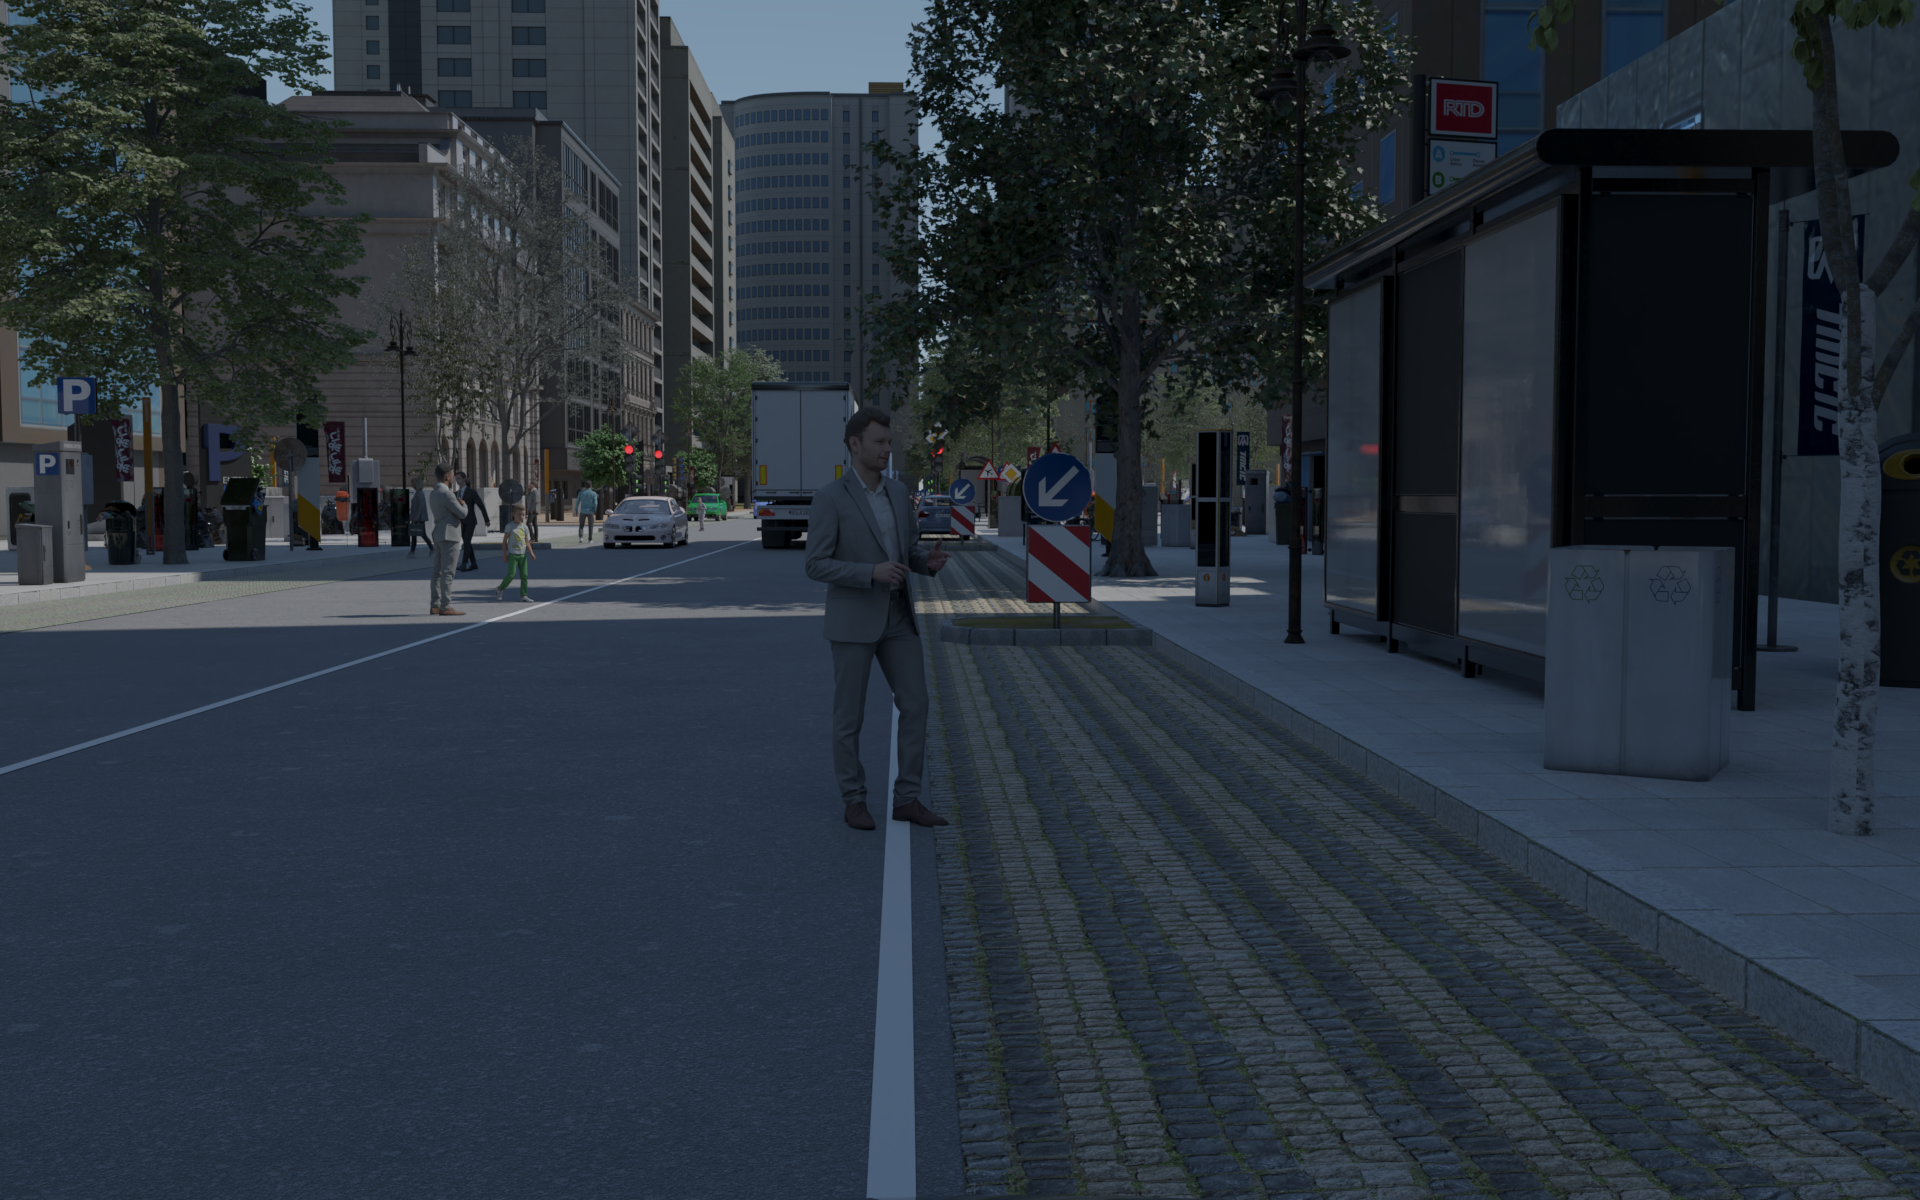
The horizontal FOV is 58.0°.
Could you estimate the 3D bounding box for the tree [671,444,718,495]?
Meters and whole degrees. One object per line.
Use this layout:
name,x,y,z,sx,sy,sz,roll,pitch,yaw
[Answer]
tree,-17.286,-7.928,113.340,4.285,4.588,4.351,0,3,0

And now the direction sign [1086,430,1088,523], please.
direction sign,4.521,-4.257,61.604,0.379,3.537,0.876,0,4,7

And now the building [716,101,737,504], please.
building,-38.209,-35.608,205.887,21.600,48.544,21.300,0,4,-2

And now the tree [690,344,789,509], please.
tree,-18.262,-14.795,148.555,9.857,13.997,8.962,0,3,0

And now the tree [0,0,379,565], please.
tree,-14.816,-6.925,31.351,7.486,12.596,7.792,0,3,0

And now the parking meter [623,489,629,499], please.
parking meter,-21.292,-6.310,111.571,0.372,1.533,0.369,0,3,0

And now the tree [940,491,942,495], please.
tree,-2.240,-14.256,183.454,4.737,8.622,4.395,0,3,0

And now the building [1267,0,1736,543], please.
building,16.196,-24.038,43.136,14.600,45.320,14.200,0,4,-2

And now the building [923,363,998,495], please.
building,9.089,-25.149,256.229,28.899,21.520,27.650,0,4,-2

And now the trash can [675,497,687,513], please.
trash can,-15.661,-5.231,97.187,0.748,1.137,0.748,0,3,0

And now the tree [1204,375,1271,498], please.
tree,16.114,-8.941,96.541,4.360,8.622,3.978,0,3,0

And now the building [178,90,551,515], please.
building,-31.040,-15.373,93.154,13.314,21.916,24.055,0,4,-2

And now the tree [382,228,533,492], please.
tree,-14.330,-6.023,48.846,4.360,8.622,3.978,0,3,0

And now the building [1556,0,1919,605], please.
building,21.558,-42.741,11.492,22.319,86.520,31.000,0,4,-2

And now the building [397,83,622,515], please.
building,-31.717,-19.783,116.955,14.314,27.812,24.014,0,4,-2

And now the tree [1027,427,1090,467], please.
tree,2.695,-3.421,50.541,1.663,3.219,1.824,0,3,0

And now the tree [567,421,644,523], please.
tree,-15.952,-5.771,78.062,4.285,4.588,4.351,0,3,0

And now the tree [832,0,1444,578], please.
tree,2.723,-6.719,26.866,9.611,12.733,9.660,0,3,0

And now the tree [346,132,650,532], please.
tree,-15.211,-9.038,58.146,12.009,13.543,11.850,0,3,0

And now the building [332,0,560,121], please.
building,-60.239,-46.911,205.238,20.611,71.187,20.563,0,4,-2

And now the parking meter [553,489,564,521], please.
parking meter,-18.945,-4.502,82.019,0.372,1.533,0.369,0,3,0

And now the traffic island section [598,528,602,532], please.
traffic island section,-12.696,-2.718,66.726,2.009,0.180,2.903,0,4,-2

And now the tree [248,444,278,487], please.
tree,-24.424,-3.974,59.575,1.663,3.219,1.824,0,3,0

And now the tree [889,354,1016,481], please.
tree,-0.434,-13.804,136.060,12.009,13.543,11.850,0,3,0

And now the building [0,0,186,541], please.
building,-33.268,-24.501,50.704,14.200,45.320,14.600,0,4,-2

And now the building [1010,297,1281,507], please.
building,19.614,-20.263,176.342,27.650,21.520,28.899,0,4,-2

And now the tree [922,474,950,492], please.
tree,-1.986,-11.390,169.942,4.285,4.588,4.351,0,3,0

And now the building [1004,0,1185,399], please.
building,15.649,-40.466,203.617,21.231,58.520,28.212,0,4,-2

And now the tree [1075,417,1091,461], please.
tree,11.328,-10.886,128.346,4.360,8.622,3.978,0,3,0

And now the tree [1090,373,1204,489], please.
tree,10.238,-8.840,94.894,4.360,8.622,3.978,0,3,0

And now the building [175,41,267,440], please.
building,-44.802,-15.737,86.986,15.834,23.373,12.332,0,4,-2

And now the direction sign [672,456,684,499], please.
direction sign,-16.751,-6.777,102.798,0.379,3.537,0.876,3,4,37

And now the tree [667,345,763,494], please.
tree,-16.682,-11.906,120.418,9.928,11.665,9.643,0,3,0

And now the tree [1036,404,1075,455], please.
tree,8.198,-11.691,141.516,4.360,8.622,3.978,0,3,0

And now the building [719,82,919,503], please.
building,-20.053,-43.343,250.650,28.212,58.520,21.231,0,4,-2

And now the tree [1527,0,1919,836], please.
tree,3.194,-3.413,6.166,4.737,8.622,4.395,0,3,0

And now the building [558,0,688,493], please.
building,-36.065,-44.049,158.450,20.563,71.187,20.611,0,4,-2

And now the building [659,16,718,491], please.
building,-37.522,-34.057,180.536,21.300,48.544,21.600,0,4,-2

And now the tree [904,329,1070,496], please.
tree,1.763,-10.042,82.308,7.486,12.596,7.792,0,3,0

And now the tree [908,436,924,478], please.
tree,-3.668,-17.009,212.506,7.601,10.594,8.767,-3,5,-42

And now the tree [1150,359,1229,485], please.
tree,18.977,-13.746,142.871,7.486,12.596,7.792,0,3,0

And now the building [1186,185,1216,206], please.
building,31.522,-36.657,249.450,14.200,45.320,14.600,0,4,-2

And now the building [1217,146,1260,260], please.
building,43.232,-35.837,209.644,21.600,48.544,21.300,0,4,-2

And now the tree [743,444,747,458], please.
tree,-19.190,-17.337,193.827,12.009,13.543,11.850,0,3,0

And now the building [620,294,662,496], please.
building,-30.470,-16.774,138.880,10.561,19.102,19.286,0,4,-2
